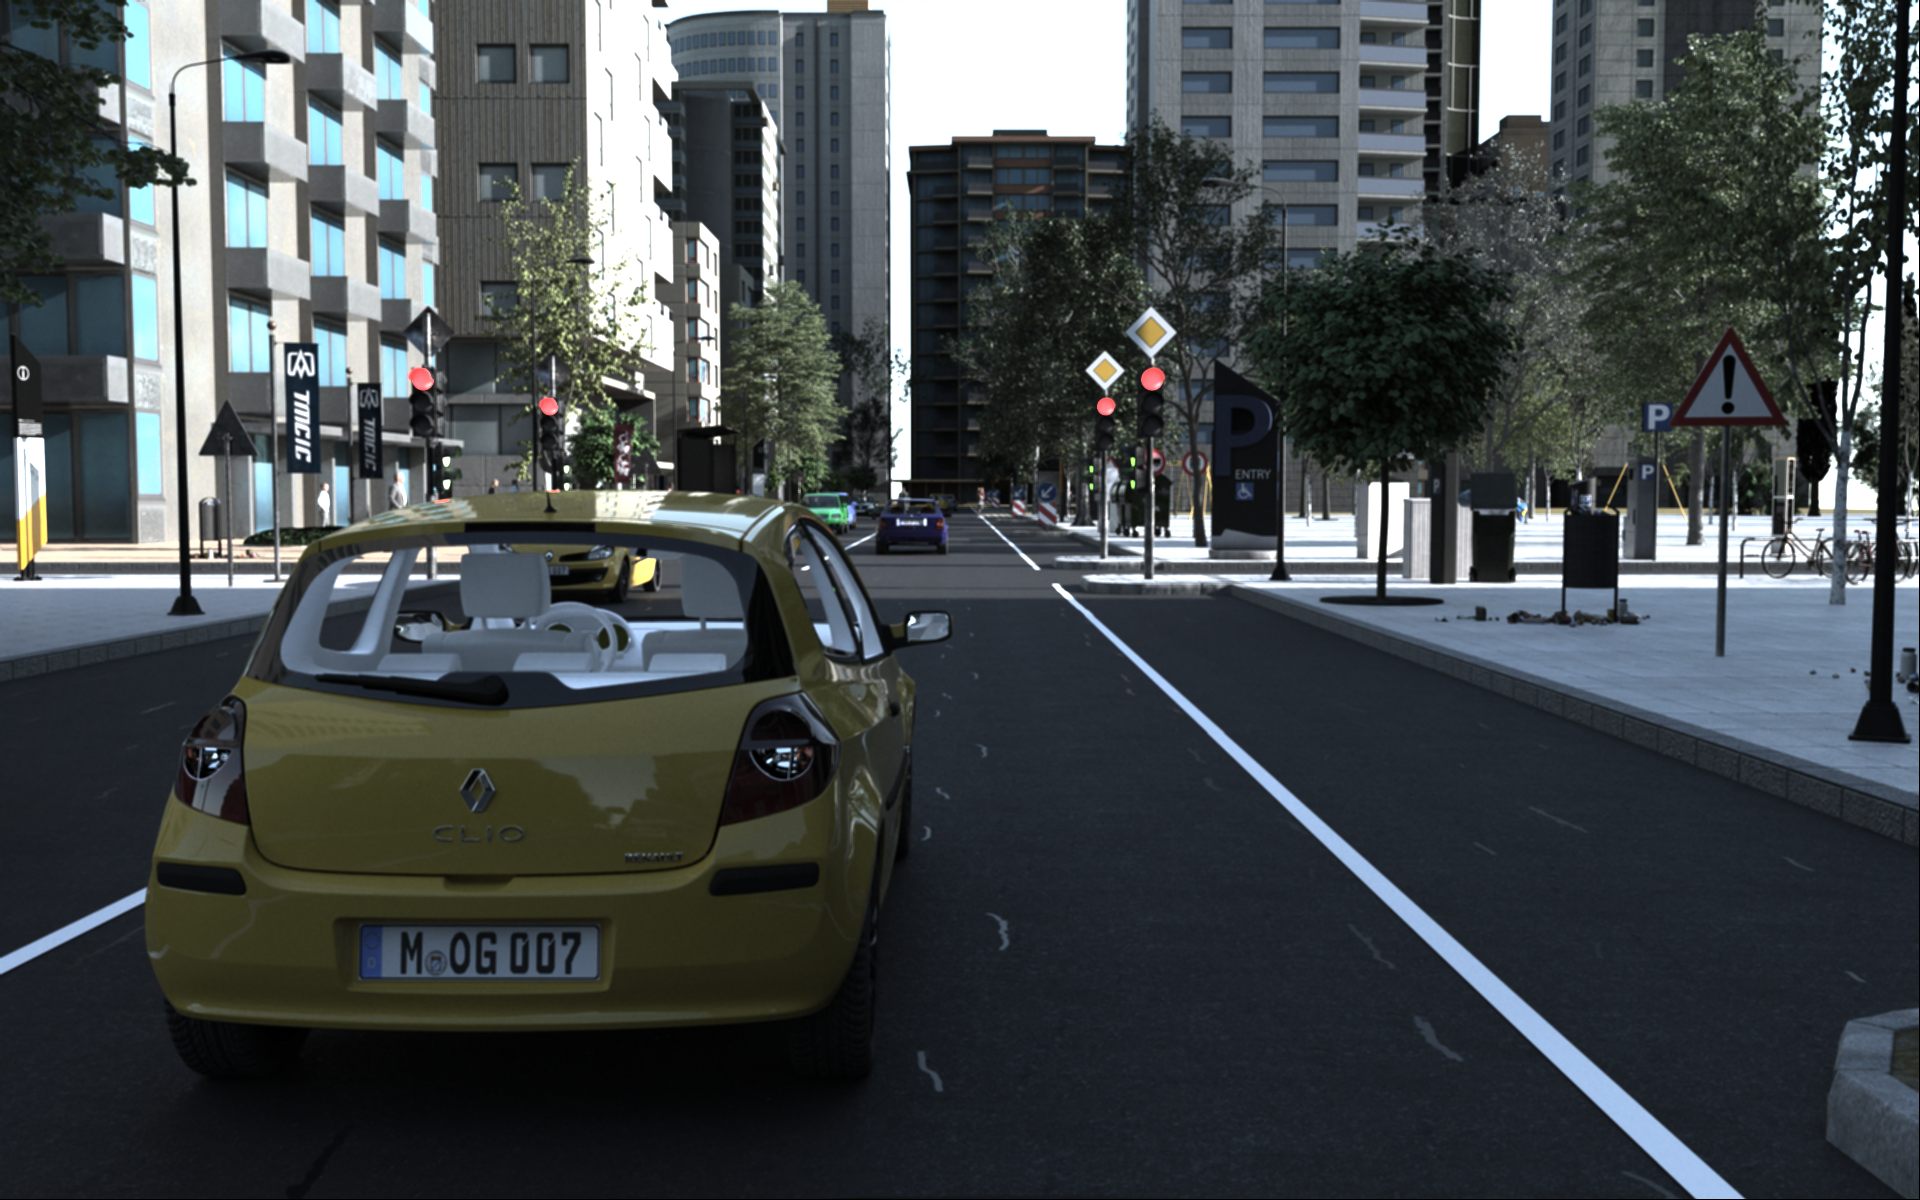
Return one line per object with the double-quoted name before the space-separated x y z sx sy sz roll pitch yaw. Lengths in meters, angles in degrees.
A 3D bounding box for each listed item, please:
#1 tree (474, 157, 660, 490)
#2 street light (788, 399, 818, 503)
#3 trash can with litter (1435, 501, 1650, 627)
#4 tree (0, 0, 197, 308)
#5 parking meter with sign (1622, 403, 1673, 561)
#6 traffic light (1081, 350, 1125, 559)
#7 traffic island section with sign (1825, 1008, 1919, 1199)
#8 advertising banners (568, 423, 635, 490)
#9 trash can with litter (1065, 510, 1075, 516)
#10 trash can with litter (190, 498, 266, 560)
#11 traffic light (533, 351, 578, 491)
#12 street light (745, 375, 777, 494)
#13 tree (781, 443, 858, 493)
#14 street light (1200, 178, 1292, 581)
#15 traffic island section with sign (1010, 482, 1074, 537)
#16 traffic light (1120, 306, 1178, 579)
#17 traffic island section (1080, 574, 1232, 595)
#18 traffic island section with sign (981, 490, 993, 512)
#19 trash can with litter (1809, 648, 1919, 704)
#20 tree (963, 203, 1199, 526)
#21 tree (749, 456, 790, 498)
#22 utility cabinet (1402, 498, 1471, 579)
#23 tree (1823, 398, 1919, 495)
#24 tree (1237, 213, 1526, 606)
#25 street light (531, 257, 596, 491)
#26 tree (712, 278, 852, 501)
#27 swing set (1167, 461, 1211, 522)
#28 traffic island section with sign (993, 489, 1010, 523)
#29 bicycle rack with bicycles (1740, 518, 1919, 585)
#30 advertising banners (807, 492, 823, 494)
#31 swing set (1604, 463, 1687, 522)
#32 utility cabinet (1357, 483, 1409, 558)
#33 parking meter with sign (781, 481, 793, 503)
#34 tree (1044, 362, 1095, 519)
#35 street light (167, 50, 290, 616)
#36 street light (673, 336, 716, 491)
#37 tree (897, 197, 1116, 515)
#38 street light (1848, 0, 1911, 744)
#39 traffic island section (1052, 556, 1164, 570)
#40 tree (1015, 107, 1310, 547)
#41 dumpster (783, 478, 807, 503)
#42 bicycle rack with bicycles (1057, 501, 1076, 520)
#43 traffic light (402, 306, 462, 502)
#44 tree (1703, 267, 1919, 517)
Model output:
"tree" -8.943 -5.407 38.763 4.737 8.622 4.395 0 3 0
"street light" -7.839 -6.871 84.884 1.470 5.913 1.316 0 3 0
"trash can with litter" 5.939 -0.393 17.490 2.233 1.210 1.678 1 4 10
"tree" -9.388 -5.786 12.733 7.486 12.596 7.792 0 3 0
"parking meter with sign" 13.396 -2.304 33.927 0.543 3.016 1.738 0 4 6
"traffic light" 2.814 -2.755 33.969 0.839 4.253 0.868 0 3 0
"traffic island section with sign" 2.918 0.321 3.372 1.989 1.847 2.006 0 3 0
"advertising banners" -9.055 -2.849 42.772 2.074 3.025 0.090 -1 4 -19
"trash can with litter" 6.313 -5.603 102.999 1.055 1.170 0.624 -3 5 -43
"trash can with litter" -14.795 -1.467 35.035 1.678 1.210 2.233 1 4 18
"traffic light" -7.947 -2.753 33.933 0.839 4.253 0.868 0 3 0
"street light" -7.838 -5.827 67.817 1.470 5.913 1.316 0 3 0
"tree" -9.503 -7.502 106.376 4.285 4.588 4.351 0 3 0
"street light" 4.235 -3.248 25.643 1.470 5.913 1.316 0 3 0
"traffic island section with sign" 2.807 -3.061 58.682 1.989 1.847 2.006 0 3 0
"traffic light" 2.830 -2.267 25.984 0.839 4.253 0.868 0 3 0
"traffic island section" 2.870 -0.233 26.098 2.009 0.180 2.903 0 3 0
"traffic island section with sign" 2.671 -7.794 136.054 1.989 1.847 2.006 0 3 0
"trash can with litter" 6.392 -0.009 11.211 1.678 1.210 2.233 2 4 30
"tree" 4.838 -9.292 68.924 9.611 12.733 9.660 0 3 0
"tree" -8.635 -5.015 76.599 1.663 3.219 1.824 0 3 0
"utility cabinet" 7.267 -0.928 26.335 1.020 1.237 0.306 -1 4 -12
"tree" 55.055 -7.517 85.814 20.602 7.101 11.467 0 4 -2
"tree" 4.931 -2.246 20.434 4.285 4.588 4.351 0 3 0
"street light" -7.856 -3.769 34.159 1.470 5.913 1.316 0 3 0
"tree" -9.297 -10.587 91.217 7.486 12.596 7.792 0 3 0
"swing set" 10.665 -5.353 85.134 3.119 2.851 2.862 0 4 -1
"traffic island section with sign" 2.760 -4.710 85.637 1.989 1.847 2.006 0 3 0
"bicycle rack with bicycles" 13.254 -0.762 25.838 2.925 0.926 2.852 -2 4 -24
"advertising banners" -9.617 -6.932 109.530 2.074 3.025 0.090 1 4 8
"swing set" 31.983 -5.112 81.201 2.862 2.851 3.119 0 4 -7
"utility cabinet" 8.421 -1.581 34.523 1.173 1.500 0.318 -2 4 -35
"parking meter with sign" -10.352 -6.232 98.147 1.738 3.016 0.543 -1 4 -17
"tree" 5.849 -8.530 89.830 4.360 8.622 3.978 0 3 0
"street light" -7.707 -2.797 18.277 1.470 5.913 1.316 0 3 0
"street light" -7.867 -4.801 51.039 1.470 5.913 1.316 0 3 0
"tree" 4.899 -15.509 109.459 12.611 20.169 13.585 0 3 0
"street light" 4.277 -2.224 8.901 1.470 5.913 1.316 0 3 0
"traffic island section" 2.854 -0.722 34.083 2.009 0.180 2.903 0 3 0
"tree" 5.596 -6.581 42.011 7.601 10.594 8.767 2 4 33
"dumpster" -9.679 -5.969 100.089 1.502 2.255 1.985 0 4 0
"bicycle rack with bicycles" 6.323 -4.506 87.056 2.925 0.926 2.852 3 5 41
"traffic light" -7.932 -2.265 25.948 0.839 4.253 0.868 0 3 0
"tree" 54.262 -12.188 101.092 18.604 14.587 13.155 0 4 3
